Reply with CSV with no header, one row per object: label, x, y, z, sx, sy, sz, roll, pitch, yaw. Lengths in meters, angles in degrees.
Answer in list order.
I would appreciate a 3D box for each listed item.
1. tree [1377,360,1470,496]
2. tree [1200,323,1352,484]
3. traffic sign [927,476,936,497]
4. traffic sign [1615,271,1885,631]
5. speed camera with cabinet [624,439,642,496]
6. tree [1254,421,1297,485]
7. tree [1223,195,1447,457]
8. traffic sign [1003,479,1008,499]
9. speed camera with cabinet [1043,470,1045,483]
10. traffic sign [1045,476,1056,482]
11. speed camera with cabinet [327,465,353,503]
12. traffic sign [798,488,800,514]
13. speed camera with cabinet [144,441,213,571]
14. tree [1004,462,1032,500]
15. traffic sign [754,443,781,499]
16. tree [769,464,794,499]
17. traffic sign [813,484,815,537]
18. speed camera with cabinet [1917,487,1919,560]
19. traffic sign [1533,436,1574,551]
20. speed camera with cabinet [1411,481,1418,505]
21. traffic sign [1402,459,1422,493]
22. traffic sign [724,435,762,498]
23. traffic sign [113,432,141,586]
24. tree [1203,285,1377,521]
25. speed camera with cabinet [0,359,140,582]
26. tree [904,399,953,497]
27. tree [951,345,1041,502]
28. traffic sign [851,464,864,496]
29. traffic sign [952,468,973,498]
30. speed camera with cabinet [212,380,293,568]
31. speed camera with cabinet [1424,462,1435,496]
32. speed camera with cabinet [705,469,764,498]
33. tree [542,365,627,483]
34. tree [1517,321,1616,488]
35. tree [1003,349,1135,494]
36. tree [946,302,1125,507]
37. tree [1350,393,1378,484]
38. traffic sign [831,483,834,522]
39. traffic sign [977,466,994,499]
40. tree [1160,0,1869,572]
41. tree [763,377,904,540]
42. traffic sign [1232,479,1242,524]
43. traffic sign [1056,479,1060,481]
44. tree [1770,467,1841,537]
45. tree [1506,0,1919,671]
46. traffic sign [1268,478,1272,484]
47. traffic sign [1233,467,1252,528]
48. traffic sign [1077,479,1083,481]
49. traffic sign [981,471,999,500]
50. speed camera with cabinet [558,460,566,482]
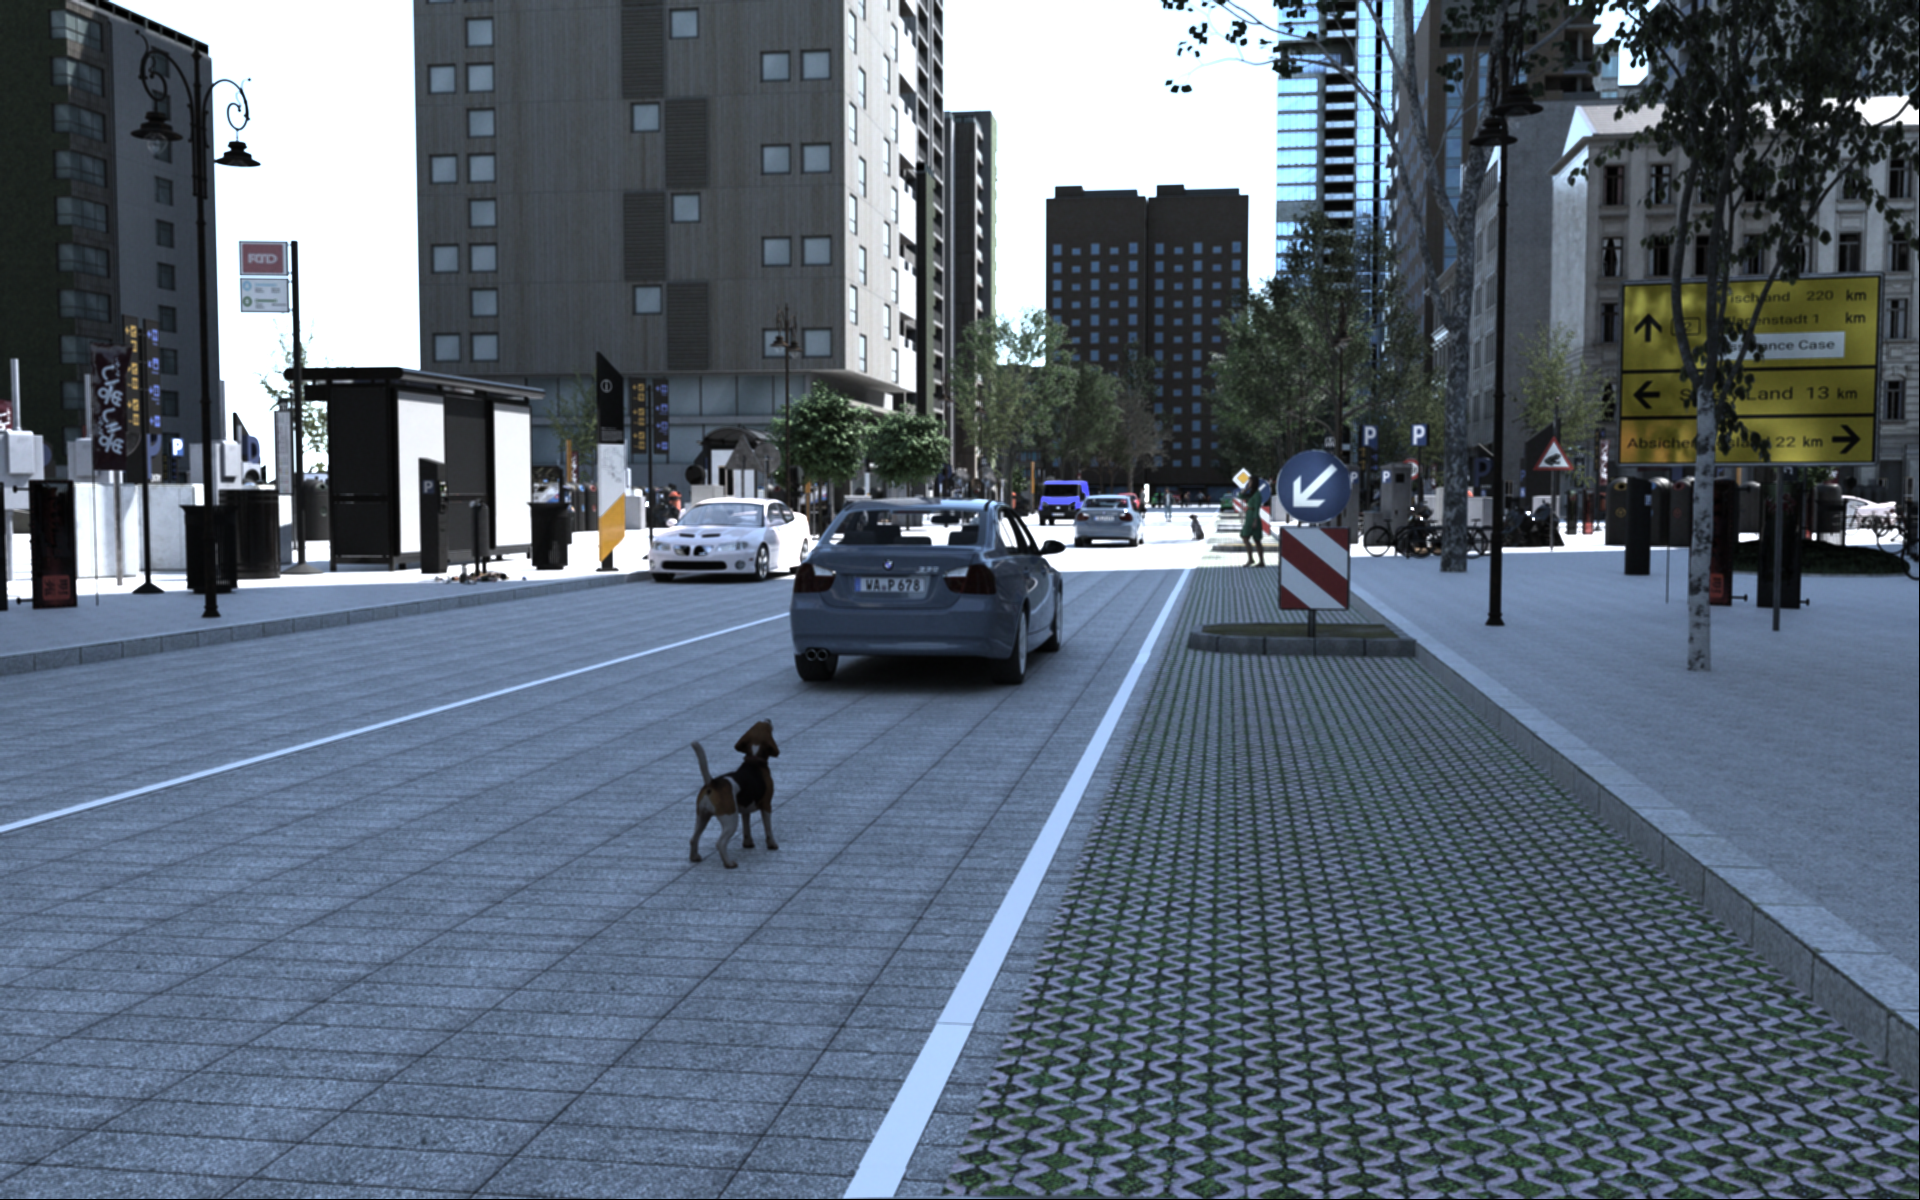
tree,24.923,-8.733,93.150,4.737,8.622,4.395,0,3,0
tree,20.931,-12.656,113.573,9.857,13.997,8.962,0,3,0
traffic sign,-1.543,-5.140,84.138,0.768,2.556,0.104,1,4,13
traffic sign,7.358,-1.369,16.261,2.265,3.308,0.079,1,4,18
speed camera with cabinet,-12.195,-4.219,63.322,0.660,3.252,2.038,0,4,7
tree,23.274,-10.940,129.230,4.737,8.622,4.395,0,3,0
tree,11.749,-7.343,54.473,7.601,10.594,8.767,1,4,19
traffic sign,3.143,-7.255,119.806,0.795,2.450,0.064,1,4,18
speed camera with cabinet,6.674,-9.010,141.643,0.660,3.252,2.038,0,4,2
traffic sign,6.323,-7.420,121.430,0.768,2.556,0.104,1,4,10
speed camera with cabinet,-18.712,-3.552,52.415,0.660,3.252,2.038,-1,4,-11
traffic sign,-4.826,-3.169,51.916,0.768,2.556,0.104,1,4,10
speed camera with cabinet,-13.713,-2.114,28.898,2.038,3.252,0.660,0,4,-4
tree,3.435,-6.547,101.637,1.663,3.219,1.824,0,3,0
traffic sign,-4.821,-2.627,43.055,0.768,2.556,0.104,1,4,18
tree,-9.794,-6.515,101.128,1.663,3.219,1.824,0,3,0
traffic sign,-4.339,-3.147,51.462,0.884,2.594,0.081,1,4,16
speed camera with cabinet,18.957,-2.307,32.050,2.038,3.252,0.660,3,4,39
traffic sign,13.293,-2.375,38.841,0.884,2.594,0.081,1,4,14
speed camera with cabinet,31.965,-7.971,124.658,2.038,3.252,0.660,-2,4,-25
traffic sign,16.246,-3.815,62.476,0.768,2.556,0.104,1,4,17
traffic sign,-4.741,-2.313,37.816,0.884,2.594,0.081,1,4,13
traffic sign,-11.725,-1.467,24.093,0.768,2.556,0.104,1,4,14
tree,17.889,-10.140,91.547,9.928,11.665,9.643,0,3,0
speed camera with cabinet,-13.523,-1.939,26.044,0.660,3.252,2.038,3,5,39
tree,-1.892,-4.670,60.063,4.285,4.588,4.351,0,3,0
tree,1.810,-8.219,84.735,4.737,8.622,4.395,0,3,0
traffic sign,-4.133,-4.119,67.444,0.768,2.556,0.104,1,4,14
traffic sign,0.089,-3.884,67.141,0.795,2.450,0.064,1,4,9
speed camera with cabinet,-12.745,-2.226,30.731,0.660,3.252,2.038,1,4,15
speed camera with cabinet,30.008,-6.983,108.516,2.038,3.252,0.660,0,4,-3
speed camera with cabinet,-7.954,-4.087,61.157,2.038,3.252,0.660,-2,4,-33
tree,-20.723,-8.915,96.126,4.737,8.622,4.395,0,3,0
tree,25.221,-7.493,72.865,4.737,8.622,4.395,0,3,0
tree,6.434,-10.898,112.596,8.767,10.594,7.601,2,4,24
tree,2.822,-10.229,93.006,9.928,11.665,9.643,0,3,0
tree,29.748,-10.440,121.052,4.737,8.622,4.395,0,3,0
traffic sign,-3.864,-3.201,52.436,0.768,2.556,0.104,1,4,12
traffic sign,1.152,-4.757,77.889,0.768,2.556,0.104,1,4,10
tree,8.332,-10.621,29.535,12.611,20.169,13.585,0,3,0
tree,-3.841,-3.974,48.689,4.285,4.588,4.351,0,3,0
traffic sign,11.919,-4.266,73.388,0.795,2.450,0.064,1,4,9
traffic sign,8.384,-9.069,148.376,0.768,2.556,0.104,1,4,17
tree,22.189,-3.124,45.677,1.663,3.219,1.824,0,3,0
tree,5.619,-3.790,12.326,4.360,8.622,3.978,0,3,0
traffic sign,24.061,-8.195,133.995,0.884,2.594,0.081,1,4,12
traffic sign,10.706,-3.783,65.495,0.795,2.450,0.064,1,4,9
traffic sign,9.866,-8.729,142.829,0.768,2.556,0.104,1,4,13
traffic sign,1.302,-4.366,75.033,0.795,2.450,0.064,1,4,9
speed camera with cabinet,-22.275,-6.421,99.323,2.038,3.252,0.660,0,4,-2
